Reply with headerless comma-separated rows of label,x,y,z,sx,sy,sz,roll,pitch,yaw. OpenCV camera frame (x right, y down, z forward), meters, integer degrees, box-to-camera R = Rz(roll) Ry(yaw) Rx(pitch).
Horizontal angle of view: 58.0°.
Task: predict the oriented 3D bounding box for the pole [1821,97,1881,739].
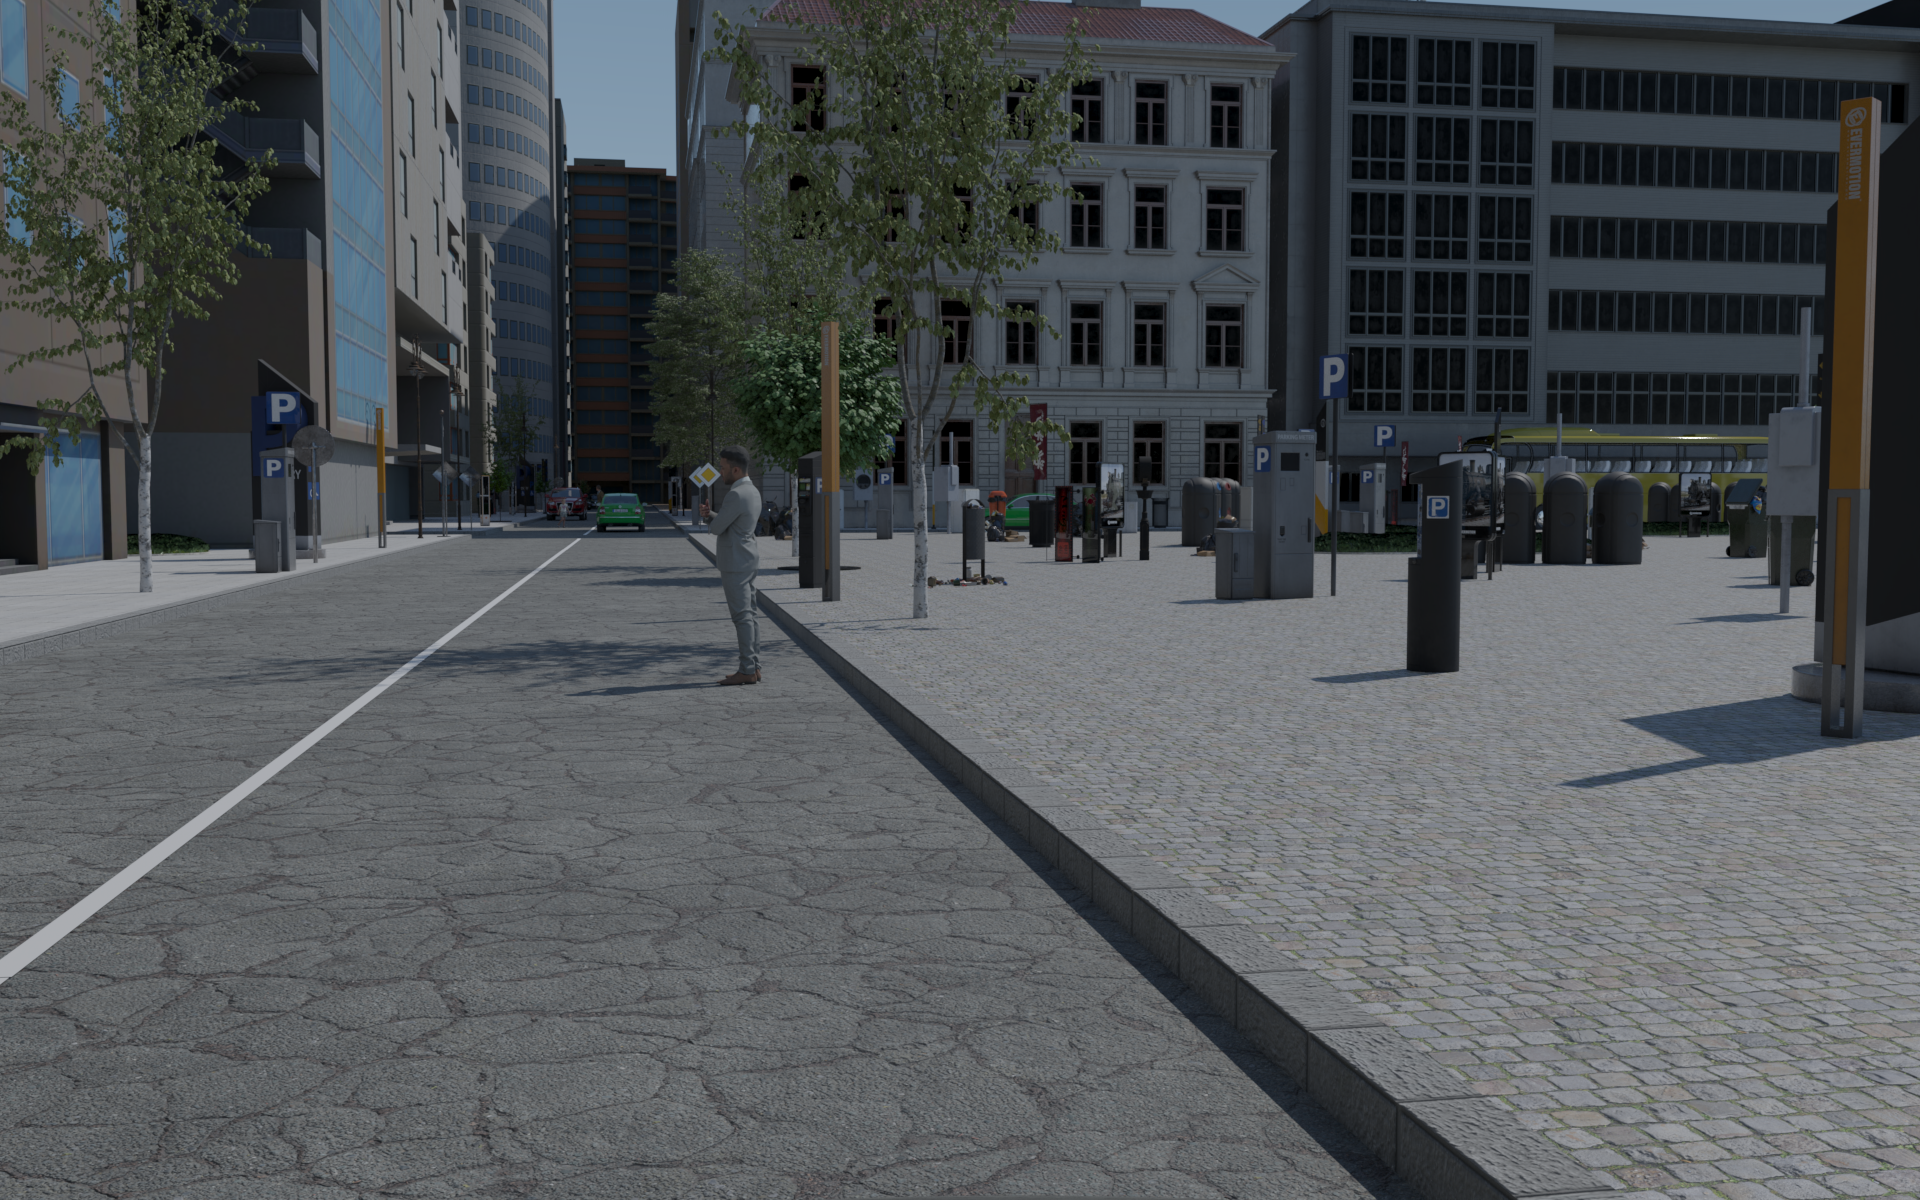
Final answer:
pole,4.671,-0.932,9.079,0.158,3.312,0.155,0,3,0

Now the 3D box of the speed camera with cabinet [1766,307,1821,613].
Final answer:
speed camera with cabinet,9.527,-1.449,18.020,0.660,3.252,2.038,-3,4,-36

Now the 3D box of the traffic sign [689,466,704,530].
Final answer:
traffic sign,-9.399,-3.605,62.578,0.795,2.450,0.064,-1,4,-10

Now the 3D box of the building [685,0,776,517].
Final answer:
building,-10.192,-19.896,102.796,11.434,29.767,29.804,-1,4,-10

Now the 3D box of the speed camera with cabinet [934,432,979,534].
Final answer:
speed camera with cabinet,-0.102,-3.785,56.221,0.660,3.252,2.038,2,4,30

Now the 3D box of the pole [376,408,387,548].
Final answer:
pole,-13.709,-2.885,41.021,0.158,3.312,0.155,0,3,0

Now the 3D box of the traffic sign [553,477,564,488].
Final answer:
traffic sign,-30.115,-7.942,129.960,0.768,2.556,0.104,-1,4,-8

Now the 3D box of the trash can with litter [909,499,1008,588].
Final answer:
trash can with litter,-0.101,-0.828,24.591,1.678,1.210,2.233,2,4,32

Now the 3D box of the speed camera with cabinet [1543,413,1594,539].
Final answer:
speed camera with cabinet,15.409,-2.942,42.441,2.038,3.252,0.660,2,4,27

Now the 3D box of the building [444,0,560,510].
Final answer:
building,-45.471,-36.939,145.947,21.231,58.520,28.212,-1,4,-10

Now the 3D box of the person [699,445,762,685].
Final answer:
person,-1.740,-0.274,13.157,0.466,1.800,0.511,0,4,-6

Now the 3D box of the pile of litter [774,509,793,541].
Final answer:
pile of litter,-4.486,-2.112,48.497,1.719,0.858,1.176,-3,4,-37

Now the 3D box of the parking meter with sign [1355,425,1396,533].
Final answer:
parking meter with sign,10.243,-2.866,43.113,0.543,3.016,1.738,3,4,36

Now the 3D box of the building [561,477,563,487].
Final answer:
building,-56.183,-29.313,171.147,32.217,40.220,23.993,-1,4,-10

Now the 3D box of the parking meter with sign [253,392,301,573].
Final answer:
parking meter with sign,-11.368,-1.990,28.790,0.543,3.016,1.738,-1,4,-11

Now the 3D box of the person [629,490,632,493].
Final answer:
person,-29.305,-8.906,154.249,0.705,1.807,1.348,-1,4,-9

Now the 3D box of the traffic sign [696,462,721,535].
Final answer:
traffic sign,-7.944,-3.124,54.726,0.795,2.450,0.064,-1,4,-10

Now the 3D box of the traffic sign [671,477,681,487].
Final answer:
traffic sign,-16.850,-6.164,102.915,0.606,2.300,0.079,0,4,-2

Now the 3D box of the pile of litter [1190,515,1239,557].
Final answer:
pile of litter,5.631,-1.339,35.854,1.719,0.858,1.176,0,4,8

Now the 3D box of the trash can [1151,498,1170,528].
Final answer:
trash can,7.549,-3.282,65.315,0.748,1.137,0.748,0,3,0

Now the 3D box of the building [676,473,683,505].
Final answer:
building,-23.263,-46.628,200.614,20.563,71.187,20.611,-1,4,-10

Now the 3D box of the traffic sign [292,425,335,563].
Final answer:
traffic sign,-11.992,-1.960,32.151,0.768,2.556,0.104,-1,4,-9

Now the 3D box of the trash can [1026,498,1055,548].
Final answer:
trash can,1.963,-1.836,41.672,0.748,1.137,0.748,0,3,0

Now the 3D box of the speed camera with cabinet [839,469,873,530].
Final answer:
speed camera with cabinet,-4.212,-4.186,62.782,2.038,3.252,0.660,-1,4,-11

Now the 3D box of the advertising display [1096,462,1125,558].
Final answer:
advertising display,3.033,-1.820,34.971,0.123,1.923,0.974,2,4,35

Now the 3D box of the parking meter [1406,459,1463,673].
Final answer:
parking meter,3.443,-0.254,12.567,0.372,1.533,0.369,0,3,0

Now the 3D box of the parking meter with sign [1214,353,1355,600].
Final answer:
parking meter with sign,3.968,-1.533,21.334,1.738,3.016,0.543,-2,4,-28

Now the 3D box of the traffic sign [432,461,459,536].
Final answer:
traffic sign,-15.809,-3.037,53.295,0.795,2.450,0.064,-1,4,-10

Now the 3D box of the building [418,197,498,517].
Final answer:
building,-44.124,-16.022,106.995,27.650,21.520,28.899,-1,4,-10

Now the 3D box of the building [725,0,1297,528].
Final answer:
building,1.433,-14.323,70.344,21.152,22.565,11.583,-1,4,-10

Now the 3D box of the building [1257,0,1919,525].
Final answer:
building,26.703,-15.768,76.878,30.058,24.678,14.314,-1,4,-10

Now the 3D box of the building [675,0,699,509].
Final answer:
building,-17.982,-30.807,153.797,14.600,45.320,14.200,-1,4,-10

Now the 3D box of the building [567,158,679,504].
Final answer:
building,-47.974,-35.114,228.744,28.867,44.769,22.147,-1,4,-10

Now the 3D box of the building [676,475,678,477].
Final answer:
building,-16.916,-34.063,176.544,23.786,49.044,30.456,-1,4,-10

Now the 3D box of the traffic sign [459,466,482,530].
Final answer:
traffic sign,-17.263,-3.517,61.147,0.795,2.450,0.064,-1,4,-10

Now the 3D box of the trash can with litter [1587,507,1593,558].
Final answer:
trash can with litter,12.866,-1.432,34.808,1.055,1.170,0.624,-3,5,-40

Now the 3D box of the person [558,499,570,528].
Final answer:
person,-16.848,-3.678,73.644,0.505,1.210,0.382,-3,4,-38

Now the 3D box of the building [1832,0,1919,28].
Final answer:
building,49.383,-15.338,80.454,15.834,23.373,12.332,-1,4,-10

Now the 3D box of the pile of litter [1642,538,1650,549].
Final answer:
pile of litter,15.441,-1.604,40.190,1.719,0.858,1.176,-2,4,-29

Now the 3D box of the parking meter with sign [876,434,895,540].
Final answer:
parking meter with sign,-2.151,-3.253,49.451,0.543,3.016,1.738,0,4,0

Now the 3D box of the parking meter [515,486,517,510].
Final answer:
parking meter,-32.886,-7.460,127.677,0.255,1.863,0.399,0,4,6

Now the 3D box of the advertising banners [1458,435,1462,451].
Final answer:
advertising banners,15.269,-3.440,52.435,0.090,3.025,2.074,2,4,28

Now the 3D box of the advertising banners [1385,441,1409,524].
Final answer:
advertising banners,14.558,-3.783,58.040,0.090,3.025,2.074,-1,4,-10

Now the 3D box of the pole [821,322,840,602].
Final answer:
pole,-1.543,-1.639,20.647,0.158,3.312,0.155,0,3,0

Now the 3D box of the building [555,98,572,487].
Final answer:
building,-55.308,-34.959,195.285,21.600,48.544,21.300,-1,4,-10

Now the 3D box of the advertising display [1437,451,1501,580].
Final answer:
advertising display,7.623,-1.277,26.090,0.123,1.923,0.974,-3,5,-41

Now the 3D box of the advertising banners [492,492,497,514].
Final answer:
advertising banners,-29.477,-6.941,109.674,0.090,3.025,2.074,-2,4,-25

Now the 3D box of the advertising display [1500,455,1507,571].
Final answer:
advertising display,8.786,-1.421,28.442,0.123,1.923,0.974,2,4,30

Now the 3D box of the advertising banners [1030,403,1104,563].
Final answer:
advertising banners,1.989,-2.237,32.755,0.090,3.025,2.074,-3,4,-38

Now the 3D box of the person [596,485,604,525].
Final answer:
person,-16.507,-4.350,79.528,0.656,1.842,0.836,2,4,29

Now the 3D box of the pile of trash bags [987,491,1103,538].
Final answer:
pile of trash bags,2.523,-2.552,51.476,3.447,1.369,1.912,0,3,0

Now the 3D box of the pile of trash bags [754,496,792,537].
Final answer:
pile of trash bags,-5.395,-2.658,53.211,3.447,1.369,1.912,-2,4,-31

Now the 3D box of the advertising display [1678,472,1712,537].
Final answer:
advertising display,21.826,-2.829,51.461,0.974,1.923,0.123,0,4,-5

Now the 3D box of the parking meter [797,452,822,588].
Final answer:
parking meter,-2.010,-1.097,23.653,0.255,1.863,0.399,2,4,33

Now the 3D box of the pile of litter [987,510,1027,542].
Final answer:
pile of litter,1.273,-2.015,46.912,1.176,0.858,1.719,2,4,24
